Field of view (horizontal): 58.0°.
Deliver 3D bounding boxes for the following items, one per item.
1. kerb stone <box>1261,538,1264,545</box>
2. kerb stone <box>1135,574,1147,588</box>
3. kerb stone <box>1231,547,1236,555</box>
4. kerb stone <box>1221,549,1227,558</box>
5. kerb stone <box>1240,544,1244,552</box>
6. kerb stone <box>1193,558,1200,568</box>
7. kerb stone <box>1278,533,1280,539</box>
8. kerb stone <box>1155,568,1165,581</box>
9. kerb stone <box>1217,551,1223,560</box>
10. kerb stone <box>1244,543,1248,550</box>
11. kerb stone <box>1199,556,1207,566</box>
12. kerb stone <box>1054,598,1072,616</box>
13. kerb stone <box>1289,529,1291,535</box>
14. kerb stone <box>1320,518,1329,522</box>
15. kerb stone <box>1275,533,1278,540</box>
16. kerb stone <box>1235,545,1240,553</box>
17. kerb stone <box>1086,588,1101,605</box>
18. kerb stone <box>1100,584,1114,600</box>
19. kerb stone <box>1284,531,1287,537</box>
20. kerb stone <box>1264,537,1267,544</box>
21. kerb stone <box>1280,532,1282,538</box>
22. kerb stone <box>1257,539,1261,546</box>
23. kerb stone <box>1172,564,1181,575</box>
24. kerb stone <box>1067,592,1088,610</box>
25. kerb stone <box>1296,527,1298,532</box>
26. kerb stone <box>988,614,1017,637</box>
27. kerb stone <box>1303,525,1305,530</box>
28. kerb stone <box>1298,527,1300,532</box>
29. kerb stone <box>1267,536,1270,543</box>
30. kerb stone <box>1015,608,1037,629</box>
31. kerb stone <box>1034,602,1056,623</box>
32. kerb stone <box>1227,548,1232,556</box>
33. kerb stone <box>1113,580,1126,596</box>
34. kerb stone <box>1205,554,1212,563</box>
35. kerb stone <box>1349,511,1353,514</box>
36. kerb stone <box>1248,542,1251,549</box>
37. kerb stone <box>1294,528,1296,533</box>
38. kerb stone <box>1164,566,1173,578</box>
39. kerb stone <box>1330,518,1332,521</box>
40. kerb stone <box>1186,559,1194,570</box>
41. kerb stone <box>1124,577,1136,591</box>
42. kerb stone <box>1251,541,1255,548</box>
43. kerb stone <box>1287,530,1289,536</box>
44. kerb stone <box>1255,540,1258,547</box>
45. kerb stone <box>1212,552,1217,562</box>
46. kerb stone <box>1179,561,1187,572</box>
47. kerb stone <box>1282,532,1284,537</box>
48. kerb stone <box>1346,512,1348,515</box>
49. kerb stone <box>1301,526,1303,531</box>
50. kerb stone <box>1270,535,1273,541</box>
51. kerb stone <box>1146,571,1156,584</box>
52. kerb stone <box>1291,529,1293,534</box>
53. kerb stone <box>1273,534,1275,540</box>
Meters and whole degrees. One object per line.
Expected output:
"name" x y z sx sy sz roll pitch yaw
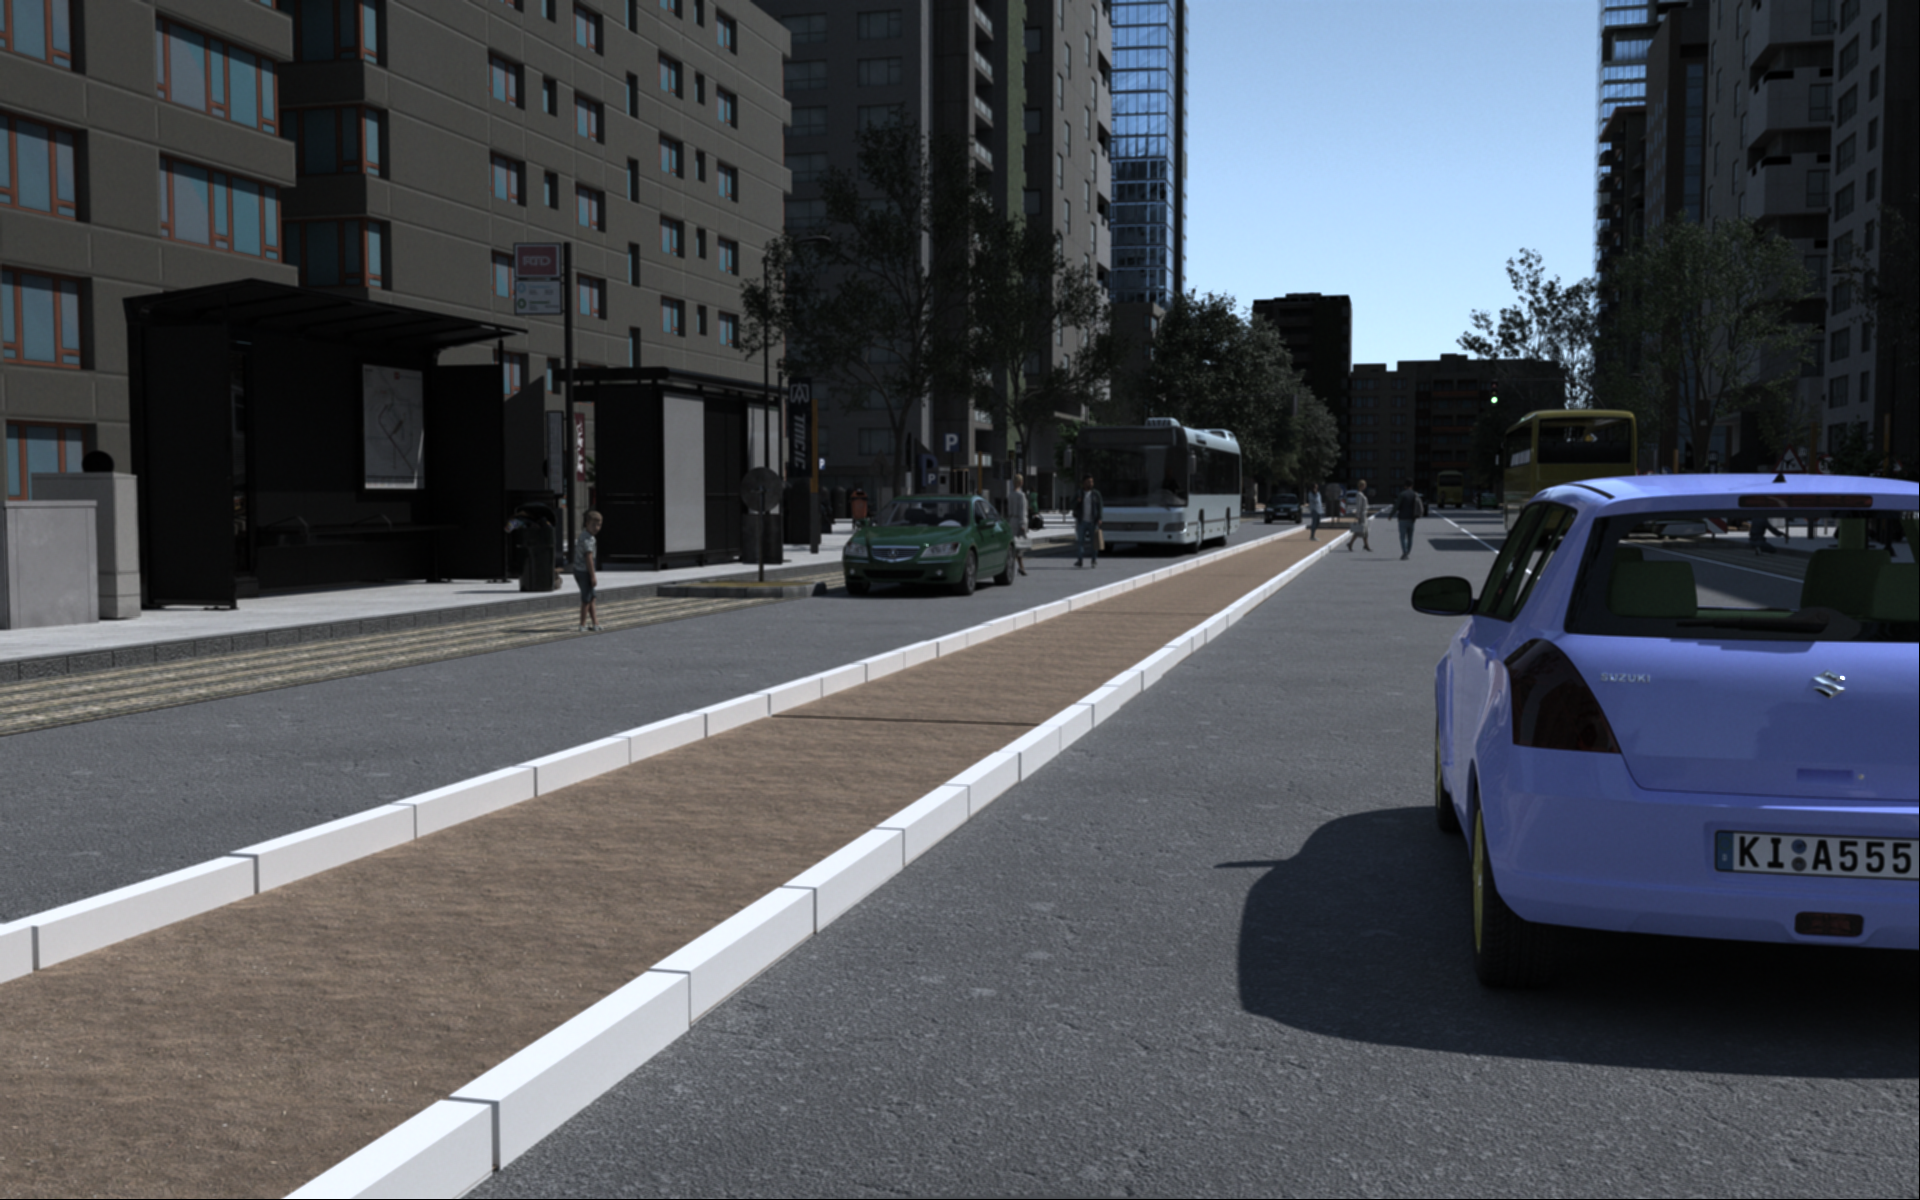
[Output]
"kerb stone" 8.321 -1.587 48.344 0.120 0.150 1.000 1 4 14
"kerb stone" 2.688 -0.264 26.519 0.120 0.150 1.000 1 4 14
"kerb stone" 6.268 -1.108 40.419 0.120 0.150 1.000 1 4 14
"kerb stone" 5.760 -0.991 38.436 0.120 0.150 1.000 1 4 14
"kerb stone" 6.789 -1.236 42.399 0.120 0.150 1.000 1 4 14
"kerb stone" 4.473 -0.689 33.466 0.120 0.150 1.000 1 4 14
"kerb stone" 9.850 -1.963 54.298 0.120 0.150 1.000 1 4 14
"kerb stone" 3.205 -0.386 28.510 0.120 0.150 1.000 1 4 14
"kerb stone" 5.512 -0.932 37.442 0.120 0.150 1.000 1 4 14
"kerb stone" 7.040 -1.296 43.390 0.120 0.150 1.000 1 4 14
"kerb stone" 4.739 -0.750 34.463 0.120 0.150 1.000 1 4 14
"kerb stone" 1.146 0.109 20.561 0.120 0.150 1.000 1 4 14
"kerb stone" 11.133 -2.267 59.254 0.120 0.150 1.000 1 4 14
"kerb stone" 18.436 -4.000 87.597 0.120 0.150 1.000 1 4 14
"kerb stone" 9.598 -1.903 53.305 0.120 0.150 1.000 1 4 14
"kerb stone" 6.527 -1.174 41.410 0.120 0.150 1.000 1 4 14
"kerb stone" 1.660 -0.021 22.541 0.120 0.150 1.000 1 4 14
"kerb stone" 1.916 -0.082 23.530 0.120 0.150 1.000 1 4 14
"kerb stone" 10.618 -2.145 57.269 0.120 0.150 1.000 1 4 14
"kerb stone" 8.571 -1.660 49.339 0.120 0.150 1.000 1 4 14
"kerb stone" 10.109 -2.022 55.287 0.120 0.150 1.000 1 4 14
"kerb stone" 8.054 -1.537 47.357 0.120 0.150 1.000 1 4 14
"kerb stone" 3.716 -0.506 30.490 0.120 0.150 1.000 1 4 14
"kerb stone" 1.408 0.039 21.550 0.120 0.150 1.000 1 4 14
"kerb stone" 12.161 -2.509 63.225 0.120 0.150 1.000 1 4 14
"kerb stone" 0.383 0.282 17.590 0.120 0.150 1.000 1 4 14
"kerb stone" 13.180 -2.747 67.192 0.120 0.150 1.000 1 4 14
"kerb stone" 12.414 -2.570 64.216 0.120 0.150 1.000 1 4 14
"kerb stone" 8.833 -1.721 50.330 0.120 0.150 1.000 1 4 14
"kerb stone" 0.638 0.224 18.580 0.120 0.150 1.000 1 4 14
"kerb stone" 0.898 0.161 19.569 0.120 0.150 1.000 1 4 14
"kerb stone" 6.017 -1.054 39.426 0.120 0.150 1.000 1 4 14
"kerb stone" 2.171 -0.143 24.527 0.120 0.150 1.000 1 4 14
"kerb stone" 4.993 -0.809 35.454 0.120 0.150 1.000 1 4 14
"kerb stone" 28.426 -6.366 126.280 0.120 0.150 1.000 1 4 14
"kerb stone" 7.299 -1.357 44.379 0.120 0.150 1.000 1 4 14
"kerb stone" 11.900 -2.449 62.236 0.120 0.150 1.000 1 4 14
"kerb stone" 3.454 -0.447 29.502 0.120 0.150 1.000 1 4 14
"kerb stone" 19.220 -4.181 90.566 0.120 0.150 1.000 1 4 14
"kerb stone" 4.224 -0.629 32.474 0.120 0.150 1.000 1 4 14
"kerb stone" 2.427 -0.200 25.521 0.120 0.150 1.000 1 4 14
"kerb stone" 7.552 -1.417 45.370 0.120 0.150 1.000 1 4 14
"kerb stone" 10.879 -2.206 58.257 0.120 0.150 1.000 1 4 14
"kerb stone" 7.802 -1.478 46.362 0.120 0.150 1.000 1 4 14
"kerb stone" 5.247 -0.872 36.449 0.120 0.150 1.000 1 4 14
"kerb stone" 3.963 -0.568 31.486 0.120 0.150 1.000 1 4 14
"kerb stone" 10.361 -2.085 56.277 0.120 0.150 1.000 1 4 14
"kerb stone" 25.360 -5.637 114.381 0.120 0.150 1.000 1 4 14
"kerb stone" 12.927 -2.688 66.201 0.120 0.150 1.000 1 4 14
"kerb stone" 9.090 -1.779 51.319 0.120 0.150 1.000 1 4 14
"kerb stone" 2.941 -0.325 27.510 0.120 0.150 1.000 1 4 14
"kerb stone" 11.387 -2.318 60.250 0.120 0.150 1.000 1 4 14
"kerb stone" 9.338 -1.842 52.311 0.120 0.150 1.000 1 4 14
